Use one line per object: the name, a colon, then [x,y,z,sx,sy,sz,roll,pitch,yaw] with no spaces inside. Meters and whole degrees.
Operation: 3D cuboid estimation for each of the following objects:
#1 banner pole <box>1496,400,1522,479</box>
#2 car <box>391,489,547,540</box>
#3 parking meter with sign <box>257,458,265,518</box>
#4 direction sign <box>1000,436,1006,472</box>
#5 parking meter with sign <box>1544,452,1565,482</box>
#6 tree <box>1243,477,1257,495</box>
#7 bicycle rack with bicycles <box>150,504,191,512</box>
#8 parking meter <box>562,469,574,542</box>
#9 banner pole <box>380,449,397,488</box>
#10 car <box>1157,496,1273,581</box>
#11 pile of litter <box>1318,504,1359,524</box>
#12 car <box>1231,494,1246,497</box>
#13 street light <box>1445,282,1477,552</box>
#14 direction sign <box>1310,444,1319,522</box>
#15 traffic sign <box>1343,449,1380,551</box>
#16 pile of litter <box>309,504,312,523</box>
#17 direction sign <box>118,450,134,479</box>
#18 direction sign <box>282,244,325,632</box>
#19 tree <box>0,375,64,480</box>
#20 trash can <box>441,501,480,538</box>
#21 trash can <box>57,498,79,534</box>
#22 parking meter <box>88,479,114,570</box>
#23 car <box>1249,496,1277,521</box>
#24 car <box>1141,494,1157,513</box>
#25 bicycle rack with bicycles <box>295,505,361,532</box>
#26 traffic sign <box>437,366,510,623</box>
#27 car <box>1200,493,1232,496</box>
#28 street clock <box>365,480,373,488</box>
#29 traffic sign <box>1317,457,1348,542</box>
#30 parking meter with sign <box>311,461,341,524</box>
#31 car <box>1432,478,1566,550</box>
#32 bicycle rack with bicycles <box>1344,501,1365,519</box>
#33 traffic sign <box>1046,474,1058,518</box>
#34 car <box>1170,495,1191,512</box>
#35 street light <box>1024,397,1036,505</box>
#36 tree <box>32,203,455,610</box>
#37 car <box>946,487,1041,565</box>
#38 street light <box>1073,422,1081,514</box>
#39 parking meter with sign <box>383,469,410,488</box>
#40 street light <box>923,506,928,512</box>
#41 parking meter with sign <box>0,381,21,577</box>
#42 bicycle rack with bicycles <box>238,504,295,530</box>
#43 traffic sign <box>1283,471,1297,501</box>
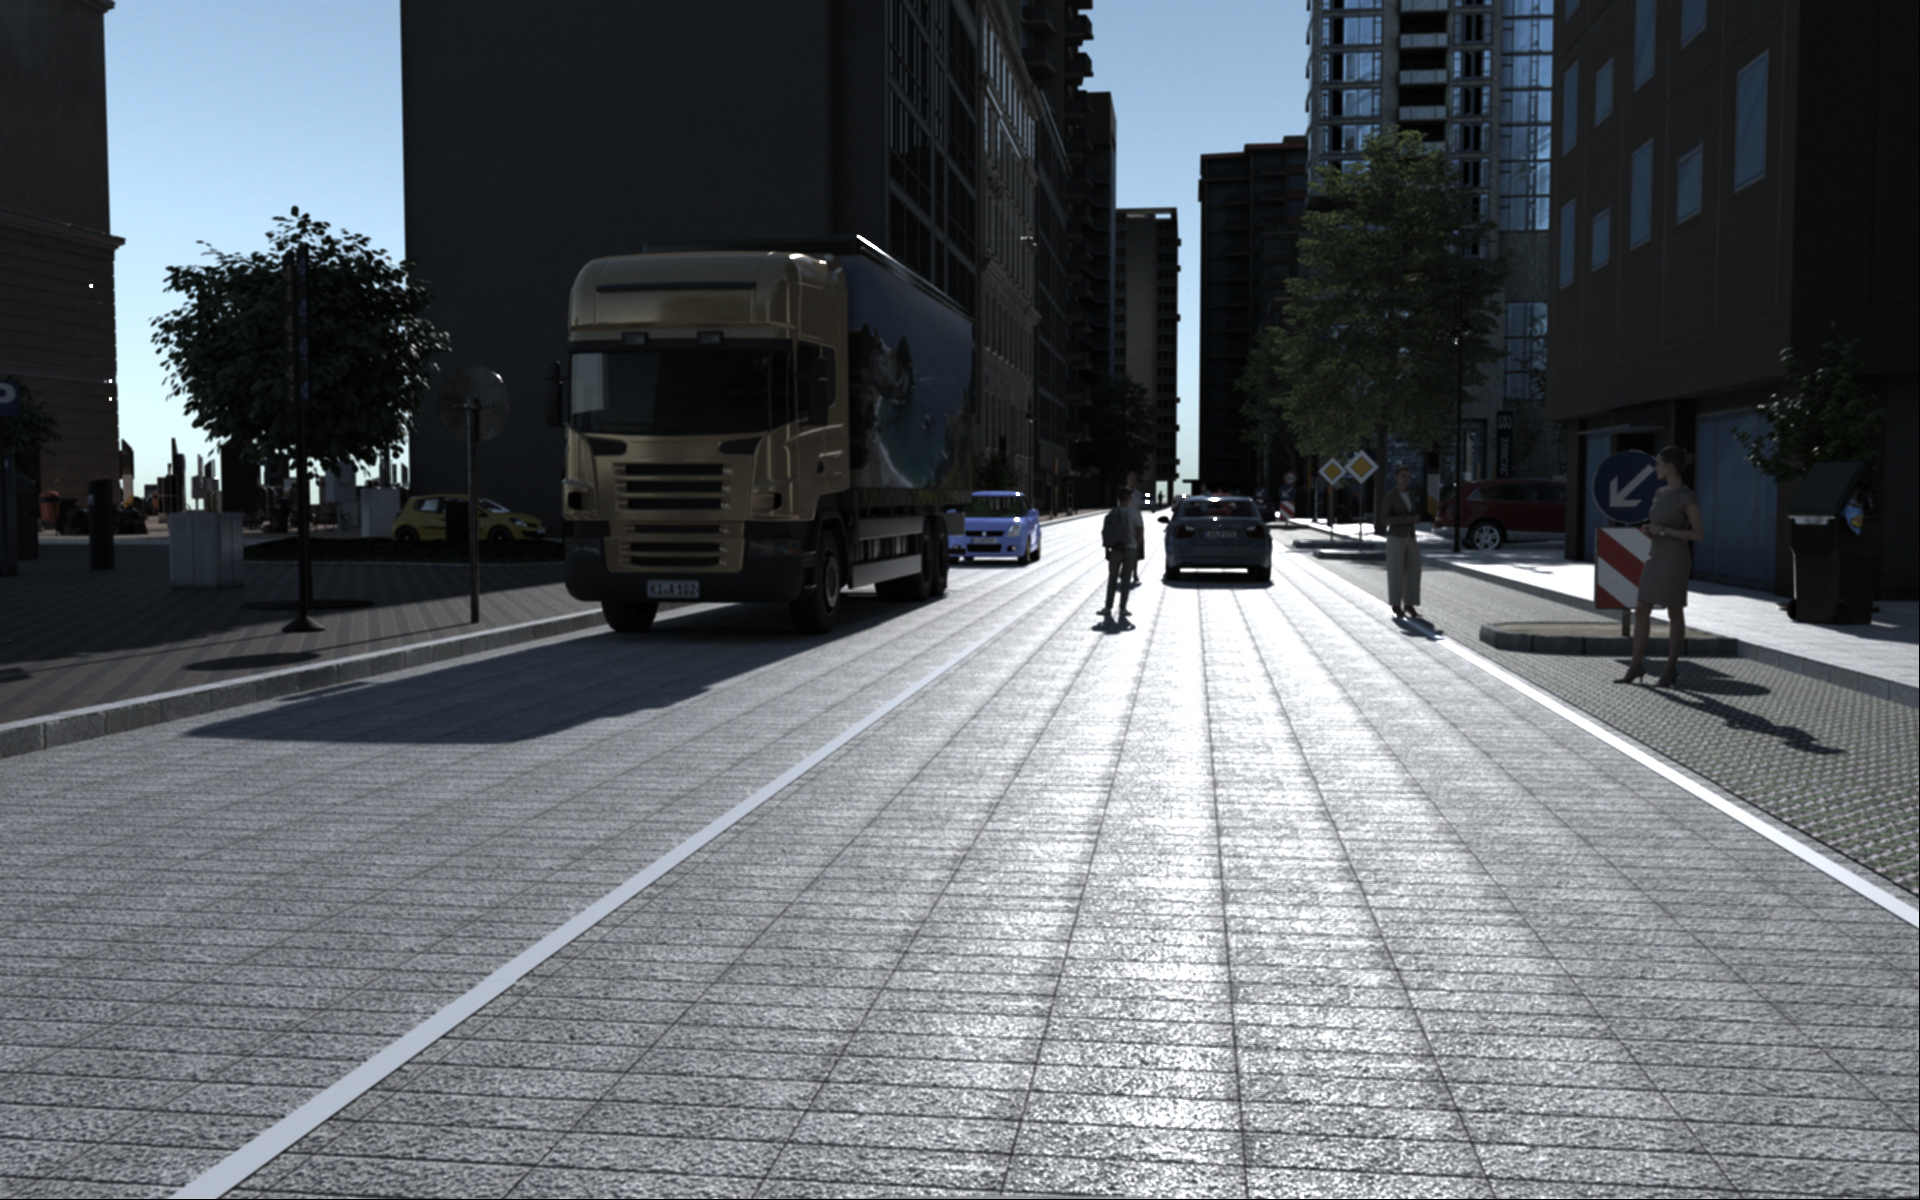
banner pole: [14.609,-3.426,46.026,0.863,3.779,0.401,-1,4,-9]
car: [-12.953,-2.177,45.822,3.980,1.641,2.015,1,4,9]
parking meter with sign: [-30.232,-4.715,73.358,1.738,3.016,0.543,2,4,27]
direction sign: [1.671,-4.630,67.692,0.379,3.537,0.876,-1,4,-13]
parking meter with sign: [24.531,-4.609,71.619,1.738,3.016,0.543,-2,4,-28]
tree: [33.058,-12.415,197.589,1.663,3.219,1.824,0,3,0]
bicycle rack with bicycles: [-50.880,-6.003,111.537,2.925,0.926,2.852,0,4,7]
parking meter: [-8.971,-2.074,39.626,0.255,1.863,0.399,-1,4,-12]
banner pole: [-25.310,-5.271,76.191,0.401,3.779,0.863,1,4,19]
car: [4.427,-1.100,29.991,2.014,1.417,4.499,0,4,6]
pile of litter: [16.332,-3.715,74.699,1.719,0.858,1.176,1,4,21]
car: [21.705,-7.688,135.489,2.009,1.686,4.222,0,4,8]
street light: [10.947,-3.988,37.990,0.468,5.910,1.993,0,4,8]
direction sign: [16.107,-5.302,78.683,0.379,3.537,0.876,-1,4,-12]
traffic sign: [8.969,-2.147,38.747,0.795,2.450,0.064,0,4,8]
pile of litter: [-29.254,-3.941,78.401,1.719,0.858,1.176,2,4,28]
direction sign: [-43.434,-6.010,90.253,0.379,3.537,0.876,2,4,30]
direction sign: [-6.163,-1.478,16.162,0.379,3.537,0.876,-2,4,-34]
tree: [-22.750,-3.464,40.349,4.285,4.588,4.351,0,3,0]
trash can: [-10.045,-1.421,34.887,0.748,1.137,0.748,0,3,0]
trash can: [-29.020,-2.728,56.257,0.748,1.137,0.748,0,3,0]
parking meter: [-14.669,-1.295,29.577,0.372,1.533,0.369,0,3,0]
car: [15.903,-4.867,92.161,1.945,1.354,3.894,1,4,9]
car: [14.096,-7.394,132.887,2.014,1.417,4.499,0,4,6]
bicycle rack with bicycles: [-20.712,-2.824,59.553,2.852,0.926,2.925,0,4,5]
traffic sign: [-4.840,-1.046,17.209,0.768,2.556,0.104,1,4,9]
car: [10.415,-3.763,70.559,2.155,1.783,4.494,1,4,9]
street clock: [-30.250,-5.143,88.651,0.358,2.002,0.471,-3,5,-39]
traffic sign: [10.024,-2.631,46.662,0.795,2.450,0.064,0,4,8]
parking meter with sign: [-26.741,-4.719,73.415,1.738,3.016,0.543,1,4,21]
car: [14.180,-2.034,41.933,5.304,1.827,2.281,1,4,10]
bicycle rack with bicycles: [20.867,-4.621,88.934,2.925,0.926,2.852,-1,4,-17]
traffic sign: [4.696,-5.277,88.403,0.606,2.300,0.079,1,4,17]
car: [18.407,-7.998,143.126,2.083,1.381,4.827,0,4,8]
street light: [3.265,-6.614,80.934,0.468,5.910,1.993,0,4,8]
tree: [-7.434,-2.208,19.808,4.285,4.588,4.351,0,3,0]
car: [0.731,-1.634,36.309,1.945,1.707,3.694,0,4,8]
street light: [7.512,-8.506,111.856,0.468,5.910,1.993,0,4,8]
parking meter with sign: [-38.470,-7.434,117.802,1.738,3.016,0.543,1,4,18]
street light: [-0.978,-4.634,48.560,0.468,5.910,1.993,0,4,8]
parking meter with sign: [-15.168,-1.904,27.393,0.543,3.016,1.738,-2,4,-31]
bicycle rack with bicycles: [-24.844,-2.978,62.075,2.925,0.926,2.852,0,4,-7]
traffic sign: [18.403,-5.902,96.596,0.768,2.556,0.104,1,4,12]
